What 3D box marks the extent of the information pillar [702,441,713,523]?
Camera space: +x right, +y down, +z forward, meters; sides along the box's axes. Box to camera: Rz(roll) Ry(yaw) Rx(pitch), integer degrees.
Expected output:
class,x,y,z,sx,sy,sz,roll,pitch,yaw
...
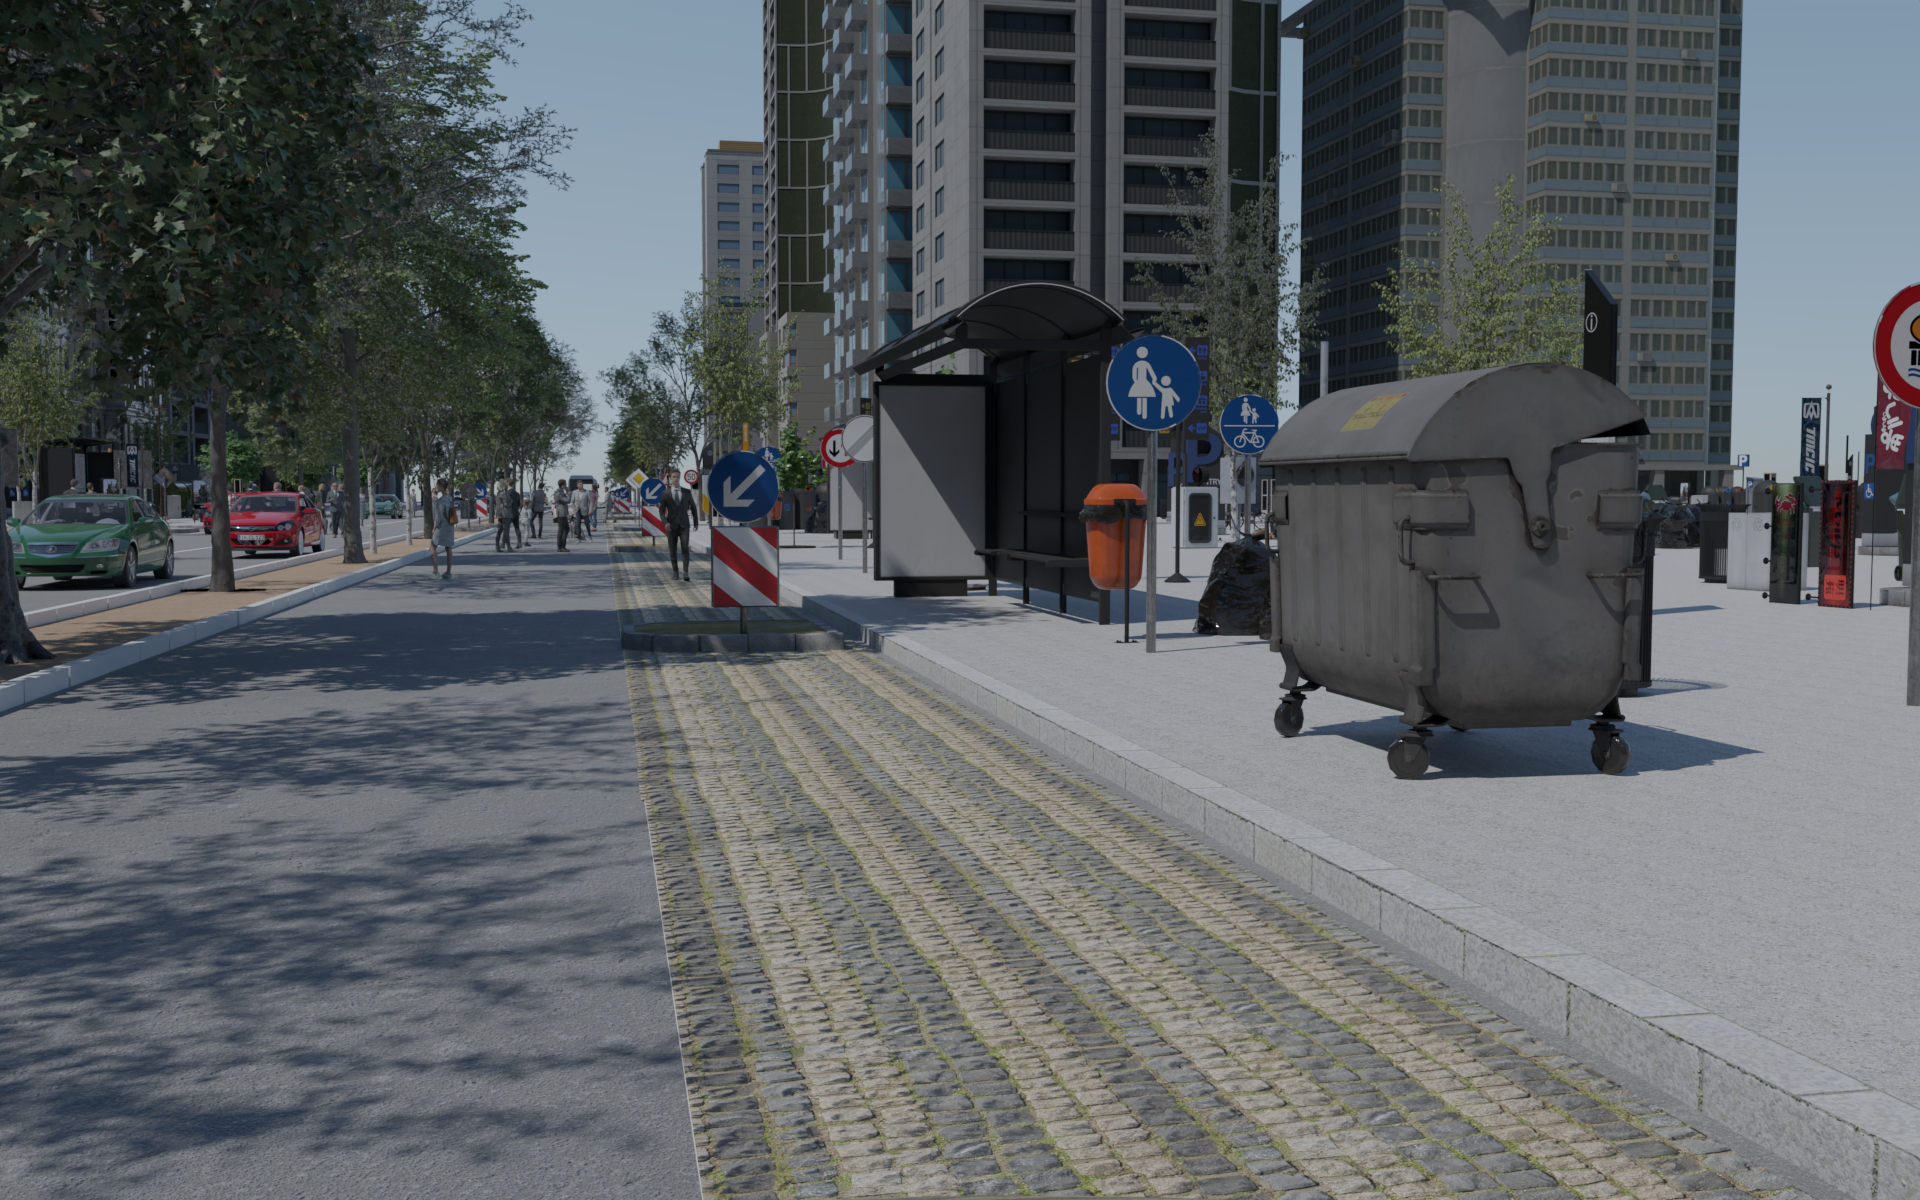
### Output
class,x,y,z,sx,sy,sz,roll,pitch,yaw
information pillar,-10.980,-5.151,75.573,0.504,3.616,0.183,-2,4,-25

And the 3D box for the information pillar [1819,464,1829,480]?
class,x,y,z,sx,sy,sz,roll,pitch,yaw
information pillar,21.309,-2.353,42.965,0.304,2.012,0.304,0,4,5

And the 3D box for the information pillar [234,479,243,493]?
class,x,y,z,sx,sy,sz,roll,pitch,yaw
information pillar,-35.461,-4.933,85.142,0.304,2.012,0.304,0,4,-5

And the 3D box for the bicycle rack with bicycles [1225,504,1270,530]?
class,x,y,z,sx,sy,sz,roll,pitch,yaw
bicycle rack with bicycles,9.372,-3.015,62.681,2.925,0.926,2.852,3,5,39

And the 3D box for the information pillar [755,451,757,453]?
class,x,y,z,sx,sy,sz,roll,pitch,yaw
information pillar,-10.991,-6.179,92.383,0.183,3.616,0.504,3,4,38

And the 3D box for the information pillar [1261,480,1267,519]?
class,x,y,z,sx,sy,sz,roll,pitch,yaw
information pillar,15.539,-5.128,88.333,0.304,2.012,0.304,1,4,12

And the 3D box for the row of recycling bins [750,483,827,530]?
class,x,y,z,sx,sy,sz,roll,pitch,yaw
row of recycling bins,-5.994,-3.370,62.217,3.534,1.692,1.069,-2,4,-32

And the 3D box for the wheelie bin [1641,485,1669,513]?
class,x,y,z,sx,sy,sz,roll,pitch,yaw
wheelie bin,23.414,-3.096,58.524,0.980,1.594,0.693,-1,4,-15

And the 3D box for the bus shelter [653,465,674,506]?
class,x,y,z,sx,sy,sz,roll,pitch,yaw
bus shelter,-24.282,-9.197,141.652,1.731,3.624,6.357,-1,4,-12

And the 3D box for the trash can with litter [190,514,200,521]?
class,x,y,z,sx,sy,sz,roll,pitch,yaw
trash can with litter,-36.757,-4.440,83.989,1.055,1.170,0.624,-2,4,-31

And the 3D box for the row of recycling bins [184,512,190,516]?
class,x,y,z,sx,sy,sz,roll,pitch,yaw
row of recycling bins,-44.255,-5.770,101.455,1.069,1.692,3.534,0,4,7

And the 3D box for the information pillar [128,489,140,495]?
class,x,y,z,sx,sy,sz,roll,pitch,yaw
information pillar,-54.686,-7.526,114.398,0.183,3.616,0.504,3,5,43

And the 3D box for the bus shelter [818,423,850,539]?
class,x,y,z,sx,sy,sz,roll,pitch,yaw
bus shelter,-2.479,-3.233,46.781,2.014,3.302,5.546,-1,4,-12

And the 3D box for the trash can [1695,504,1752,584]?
class,x,y,z,sx,sy,sz,roll,pitch,yaw
trash can,11.002,-0.816,24.995,0.748,1.137,0.748,0,3,0

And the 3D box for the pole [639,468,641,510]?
class,x,y,z,sx,sy,sz,roll,pitch,yaw
pole,-25.338,-8.741,136.753,0.158,3.312,0.155,0,3,0

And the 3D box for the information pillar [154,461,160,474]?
class,x,y,z,sx,sy,sz,roll,pitch,yaw
information pillar,-56.346,-7.972,121.691,0.504,3.616,0.183,-2,4,-24

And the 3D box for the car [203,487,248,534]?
class,x,y,z,sx,sy,sz,roll,pitch,yaw
car,-26.302,-3.307,63.102,2.155,1.783,4.494,-1,4,-12

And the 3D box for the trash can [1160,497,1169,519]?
class,x,y,z,sx,sy,sz,roll,pitch,yaw
trash can,10.556,-4.706,88.592,0.748,1.137,0.748,0,3,0

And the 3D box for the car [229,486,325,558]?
class,x,y,z,sx,sy,sz,roll,pitch,yaw
car,-15.935,-1.898,40.076,2.155,1.783,4.494,-1,4,-11

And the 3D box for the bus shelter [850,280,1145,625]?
class,x,y,z,sx,sy,sz,roll,pitch,yaw
bus shelter,0.216,-1.542,19.128,2.014,3.302,5.546,-1,4,-12

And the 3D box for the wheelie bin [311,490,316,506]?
class,x,y,z,sx,sy,sz,roll,pitch,yaw
wheelie bin,-53.612,-8.288,143.411,0.693,1.594,0.980,3,4,36

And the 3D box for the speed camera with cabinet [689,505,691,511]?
class,x,y,z,sx,sy,sz,roll,pitch,yaw
speed camera with cabinet,-20.185,-8.545,134.049,0.660,3.252,2.038,1,4,23

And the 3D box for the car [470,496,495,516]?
class,x,y,z,sx,sy,sz,roll,pitch,yaw
car,-31.289,-6.143,113.010,1.945,1.354,3.894,-1,4,-12

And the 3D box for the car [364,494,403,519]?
class,x,y,z,sx,sy,sz,roll,pitch,yaw
car,-33.522,-5.432,100.607,2.131,1.459,4.920,-1,4,-11

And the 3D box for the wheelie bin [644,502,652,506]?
class,x,y,z,sx,sy,sz,roll,pitch,yaw
wheelie bin,-24.248,-7.768,134.916,0.693,1.594,0.980,-2,4,-35

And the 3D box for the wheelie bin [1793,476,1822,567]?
class,x,y,z,sx,sy,sz,roll,pitch,yaw
wheelie bin,14.868,-1.381,30.494,0.980,1.594,0.693,-2,4,-23

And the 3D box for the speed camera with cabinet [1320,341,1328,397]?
class,x,y,z,sx,sy,sz,roll,pitch,yaw
speed camera with cabinet,4.836,-1.684,21.862,0.660,3.252,2.038,0,4,7

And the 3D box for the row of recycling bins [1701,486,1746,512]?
class,x,y,z,sx,sy,sz,roll,pitch,yaw
row of recycling bins,40.277,-5.107,90.604,3.534,1.692,1.069,-1,4,-18

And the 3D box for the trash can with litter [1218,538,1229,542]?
class,x,y,z,sx,sy,sz,roll,pitch,yaw
trash can with litter,6.756,-2.240,47.682,1.678,1.210,2.233,1,4,10

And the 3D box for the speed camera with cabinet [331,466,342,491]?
class,x,y,z,sx,sy,sz,roll,pitch,yaw
speed camera with cabinet,-43.998,-7.873,123.053,0.660,3.252,2.038,-3,5,-44

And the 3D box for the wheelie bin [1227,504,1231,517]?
class,x,y,z,sx,sy,sz,roll,pitch,yaw
wheelie bin,12.998,-4.582,82.821,0.980,1.594,0.693,1,4,14

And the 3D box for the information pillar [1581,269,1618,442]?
class,x,y,z,sx,sy,sz,roll,pitch,yaw
information pillar,6.601,-1.626,17.945,0.183,3.616,0.504,-1,4,-13

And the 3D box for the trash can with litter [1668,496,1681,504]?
class,x,y,z,sx,sy,sz,roll,pitch,yaw
trash can with litter,26.982,-3.377,66.266,1.678,1.210,2.233,-3,5,-40

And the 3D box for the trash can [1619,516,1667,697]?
class,x,y,z,sx,sy,sz,roll,pitch,yaw
trash can,4.128,0.032,11.127,0.748,1.137,0.748,0,3,0

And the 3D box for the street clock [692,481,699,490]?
class,x,y,z,sx,sy,sz,roll,pitch,yaw
street clock,-13.921,-5.301,91.242,0.471,2.002,0.358,2,4,25

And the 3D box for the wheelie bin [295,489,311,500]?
class,x,y,z,sx,sy,sz,roll,pitch,yaw
wheelie bin,-46.117,-6.913,120.933,0.693,1.594,0.980,3,5,40

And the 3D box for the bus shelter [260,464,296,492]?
class,x,y,z,sx,sy,sz,roll,pitch,yaw
bus shelter,-47.962,-8.018,122.379,1.731,3.624,6.357,-1,4,-12

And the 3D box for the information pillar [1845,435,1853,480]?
class,x,y,z,sx,sy,sz,roll,pitch,yaw
information pillar,35.342,-4.754,69.077,0.183,3.616,0.504,2,4,26

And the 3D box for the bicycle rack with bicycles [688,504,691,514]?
class,x,y,z,sx,sy,sz,roll,pitch,yaw
bicycle rack with bicycles,-16.563,-6.056,112.389,2.852,0.926,2.925,-3,4,-36

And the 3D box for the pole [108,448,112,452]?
class,x,y,z,sx,sy,sz,roll,pitch,yaw
pole,-37.846,-5.103,77.272,0.158,3.312,0.155,0,3,0

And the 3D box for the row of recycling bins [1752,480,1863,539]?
class,x,y,z,sx,sy,sz,roll,pitch,yaw
row of recycling bins,25.087,-2.661,50.626,3.534,1.692,1.069,2,4,25

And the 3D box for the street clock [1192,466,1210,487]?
class,x,y,z,sx,sy,sz,roll,pitch,yaw
street clock,6.300,-2.495,45.358,0.358,2.002,0.471,-2,4,-28

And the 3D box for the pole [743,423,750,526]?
class,x,y,z,sx,sy,sz,roll,pitch,yaw
pole,-6.149,-3.426,49.857,0.158,3.312,0.155,0,3,0

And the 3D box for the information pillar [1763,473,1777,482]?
class,x,y,z,sx,sy,sz,roll,pitch,yaw
information pillar,27.929,-3.381,59.771,0.304,2.012,0.304,-2,4,-27

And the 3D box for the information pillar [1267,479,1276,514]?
class,x,y,z,sx,sy,sz,roll,pitch,yaw
information pillar,15.673,-5.021,86.578,0.304,2.012,0.304,0,4,1

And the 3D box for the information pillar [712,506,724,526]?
class,x,y,z,sx,sy,sz,roll,pitch,yaw
information pillar,-8.758,-3.556,62.628,0.304,2.012,0.304,3,4,36

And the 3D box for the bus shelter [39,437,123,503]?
class,x,y,z,sx,sy,sz,roll,pitch,yaw
bus shelter,-37.373,-5.045,73.773,1.731,3.624,6.357,-1,4,-12

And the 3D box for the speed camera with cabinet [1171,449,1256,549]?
class,x,y,z,sx,sy,sz,roll,pitch,yaw
speed camera with cabinet,6.031,-2.861,41.110,2.038,3.252,0.660,-2,4,-25

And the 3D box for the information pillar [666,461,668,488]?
class,x,y,z,sx,sy,sz,roll,pitch,yaw
information pillar,-18.899,-7.371,111.878,0.183,3.616,0.504,0,4,4

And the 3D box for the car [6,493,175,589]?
class,x,y,z,sx,sy,sz,roll,pitch,yaw
car,-13.920,-0.977,27.767,2.131,1.459,4.920,-1,4,-14

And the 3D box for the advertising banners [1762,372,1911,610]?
class,x,y,z,sx,sy,sz,roll,pitch,yaw
advertising banners,9.878,-1.426,19.496,0.090,3.025,2.074,-1,4,-18

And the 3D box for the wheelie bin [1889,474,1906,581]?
class,x,y,z,sx,sy,sz,roll,pitch,yaw
wheelie bin,14.155,-1.072,25.428,0.693,1.594,0.980,-3,5,-41
